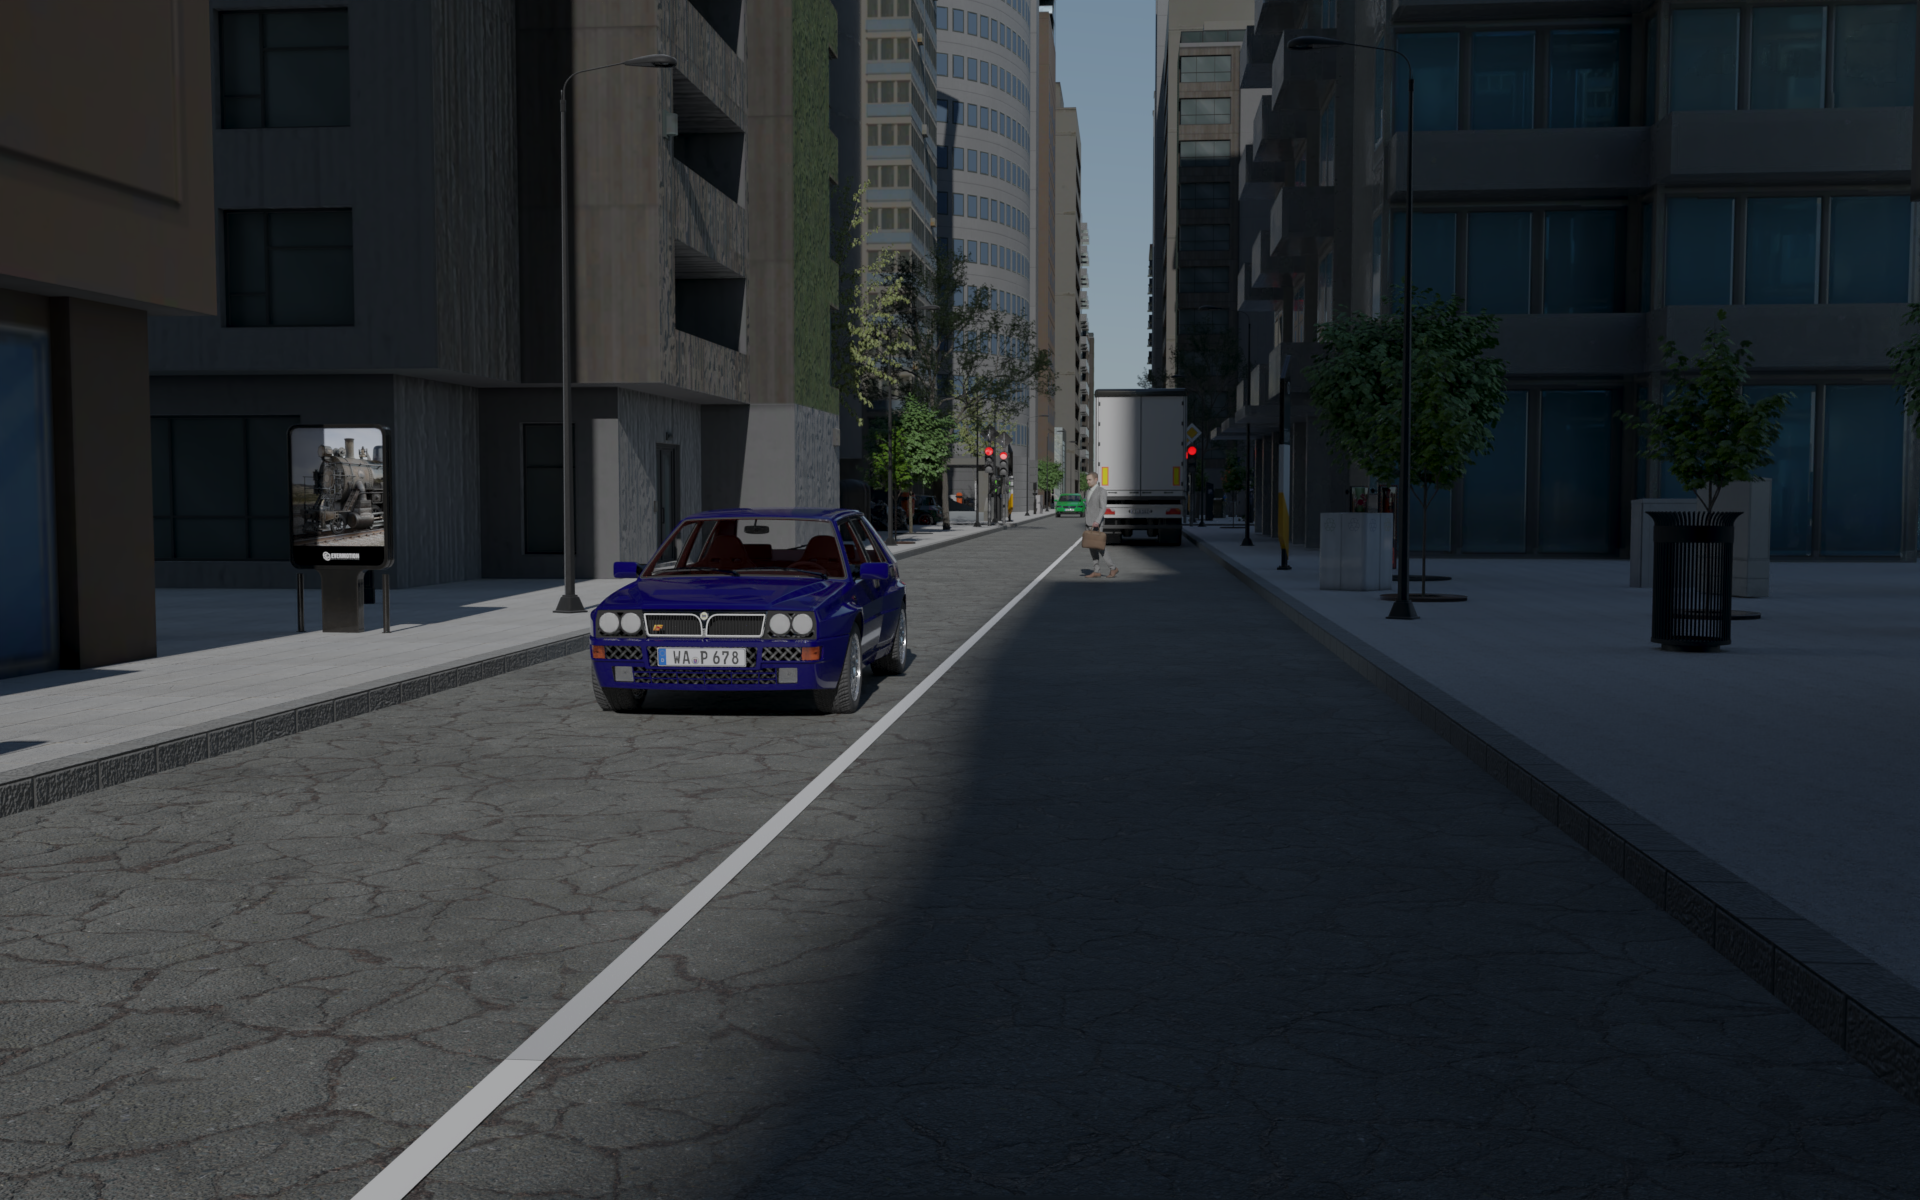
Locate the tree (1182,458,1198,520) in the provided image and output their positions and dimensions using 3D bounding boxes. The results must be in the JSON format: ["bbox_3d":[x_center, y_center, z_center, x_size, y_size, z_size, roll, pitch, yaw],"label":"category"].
[{"bbox_3d":[11.704,-5.503,84.575,1.663,3.219,1.824,0,3,0],"label":"tree"}]

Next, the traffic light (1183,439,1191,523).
[{"bbox_3d":[9.899,-5.344,76.292,0.839,4.253,0.868,0,4,6],"label":"traffic light"}]

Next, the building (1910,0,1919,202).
[{"bbox_3d":[40.879,-22.735,55.310,14.086,41.232,14.154,0,4,6],"label":"building"}]

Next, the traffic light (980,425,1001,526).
[{"bbox_3d":[1.197,-4.904,69.101,0.839,4.253,0.868,0,4,6],"label":"traffic light"}]

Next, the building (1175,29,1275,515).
[{"bbox_3d":[20.900,-20.780,111.462,14.160,30.474,14.107,0,4,6],"label":"building"}]

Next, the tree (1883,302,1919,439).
[{"bbox_3d":[13.692,-2.351,22.159,4.285,4.588,4.351,0,3,0],"label":"tree"}]

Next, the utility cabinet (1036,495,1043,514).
[{"bbox_3d":[5.115,-6.151,111.733,0.306,1.237,1.020,1,4,13],"label":"utility cabinet"}]

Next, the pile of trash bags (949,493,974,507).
[{"bbox_3d":[-0.064,-6.083,109.207,1.912,1.369,3.447,0,4,-2],"label":"pile of trash bags"}]

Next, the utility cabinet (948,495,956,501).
[{"bbox_3d":[-0.729,-6.184,112.269,1.020,1.237,0.306,-1,4,-12],"label":"utility cabinet"}]

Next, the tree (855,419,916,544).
[{"bbox_3d":[-1.617,-3.067,44.749,1.663,3.219,1.824,0,3,0],"label":"tree"}]

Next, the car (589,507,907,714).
[{"bbox_3d":[-1.415,0.000,12.581,1.945,1.354,3.894,0,4,5],"label":"car"}]

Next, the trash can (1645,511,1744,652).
[{"bbox_3d":[6.010,-0.157,14.215,0.748,1.137,0.748,0,3,0],"label":"trash can"}]

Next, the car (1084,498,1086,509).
[{"bbox_3d":[13.018,-9.511,167.510,2.014,1.417,4.499,0,4,8],"label":"car"}]

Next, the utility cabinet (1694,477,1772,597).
[{"bbox_3d":[9.734,-0.803,21.809,0.318,1.500,1.173,0,4,-7],"label":"utility cabinet"}]

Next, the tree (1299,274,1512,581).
[{"bbox_3d":[6.739,-2.591,26.070,4.285,4.588,4.351,0,3,0],"label":"tree"}]

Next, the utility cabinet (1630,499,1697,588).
[{"bbox_3d":[9.766,-0.776,23.843,1.020,1.237,0.306,-1,4,-9],"label":"utility cabinet"}]

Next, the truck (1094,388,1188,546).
[{"bbox_3d":[5.366,-3.835,51.616,2.839,4.237,11.283,0,4,6],"label":"truck"}]

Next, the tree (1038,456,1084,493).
[{"bbox_3d":[7.336,-9.944,146.295,4.285,4.588,4.351,0,3,0],"label":"tree"}]

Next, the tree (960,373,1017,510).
[{"bbox_3d":[1.094,-9.383,103.768,4.737,8.622,4.395,0,3,0],"label":"tree"}]

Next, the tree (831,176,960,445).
[{"bbox_3d":[-3.223,-5.413,38.869,4.737,8.622,4.395,0,3,0],"label":"tree"}]

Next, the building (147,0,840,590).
[{"bbox_3d":[-10.125,-15.710,28.553,14.160,30.474,14.107,0,4,6],"label":"building"}]

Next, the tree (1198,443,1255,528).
[{"bbox_3d":[10.207,-4.295,64.828,1.663,3.219,1.824,0,3,0],"label":"tree"}]

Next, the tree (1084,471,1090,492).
[{"bbox_3d":[15.487,-14.699,224.040,4.285,4.588,4.351,0,3,0],"label":"tree"}]

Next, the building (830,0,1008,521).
[{"bbox_3d":[-14.060,-24.303,89.242,32.217,40.220,23.993,0,4,6],"label":"building"}]

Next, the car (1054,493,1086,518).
[{"bbox_3d":[6.802,-5.988,106.706,1.959,1.807,4.718,0,4,5],"label":"car"}]

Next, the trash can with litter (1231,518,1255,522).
[{"bbox_3d":[13.732,-4.279,81.024,2.233,1.210,1.678,2,4,26],"label":"trash can with litter"}]

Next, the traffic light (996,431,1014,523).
[{"bbox_3d":[1.974,-5.390,77.048,0.839,4.253,0.868,0,4,6],"label":"traffic light"}]

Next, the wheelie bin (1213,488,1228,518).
[{"bbox_3d":[13.800,-5.153,92.157,0.980,1.594,0.693,2,4,32],"label":"wheelie bin"}]

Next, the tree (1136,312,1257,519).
[{"bbox_3d":[12.322,-9.508,89.867,8.767,10.594,7.601,0,4,6],"label":"tree"}]

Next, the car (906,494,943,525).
[{"bbox_3d":[-2.730,-3.846,72.663,4.222,1.686,2.009,0,4,6],"label":"car"}]

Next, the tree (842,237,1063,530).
[{"bbox_3d":[-0.407,-7.811,62.129,8.767,10.594,7.601,1,4,9],"label":"tree"}]

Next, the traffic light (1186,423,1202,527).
[{"bbox_3d":[9.122,-4.858,68.345,0.839,4.253,0.868,0,4,6],"label":"traffic light"}]

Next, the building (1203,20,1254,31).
[{"bbox_3d":[31.176,-27.242,137.291,32.217,40.220,23.993,0,4,6],"label":"building"}]

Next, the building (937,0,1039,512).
[{"bbox_3d":[-5.496,-35.708,125.827,21.231,58.520,28.212,0,4,6],"label":"building"}]

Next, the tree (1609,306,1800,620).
[{"bbox_3d":[7.830,-1.423,17.876,1.663,3.219,1.824,0,3,0],"label":"tree"}]

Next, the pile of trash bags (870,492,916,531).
[{"bbox_3d":[-2.614,-3.139,61.082,1.912,1.369,3.447,2,4,31],"label":"pile of trash bags"}]

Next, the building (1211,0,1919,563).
[{"bbox_3d":[19.082,-26.014,44.930,23.786,49.044,30.456,0,4,6],"label":"building"}]

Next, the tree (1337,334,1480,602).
[{"bbox_3d":[5.688,-1.617,21.046,1.663,3.219,1.824,0,3,0],"label":"tree"}]

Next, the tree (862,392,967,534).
[{"bbox_3d":[-1.494,-4.396,55.583,4.285,4.588,4.351,0,3,0],"label":"tree"}]

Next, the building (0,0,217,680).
[{"bbox_3d":[-13.481,-21.780,6.210,14.600,45.320,14.200,0,4,6],"label":"building"}]
